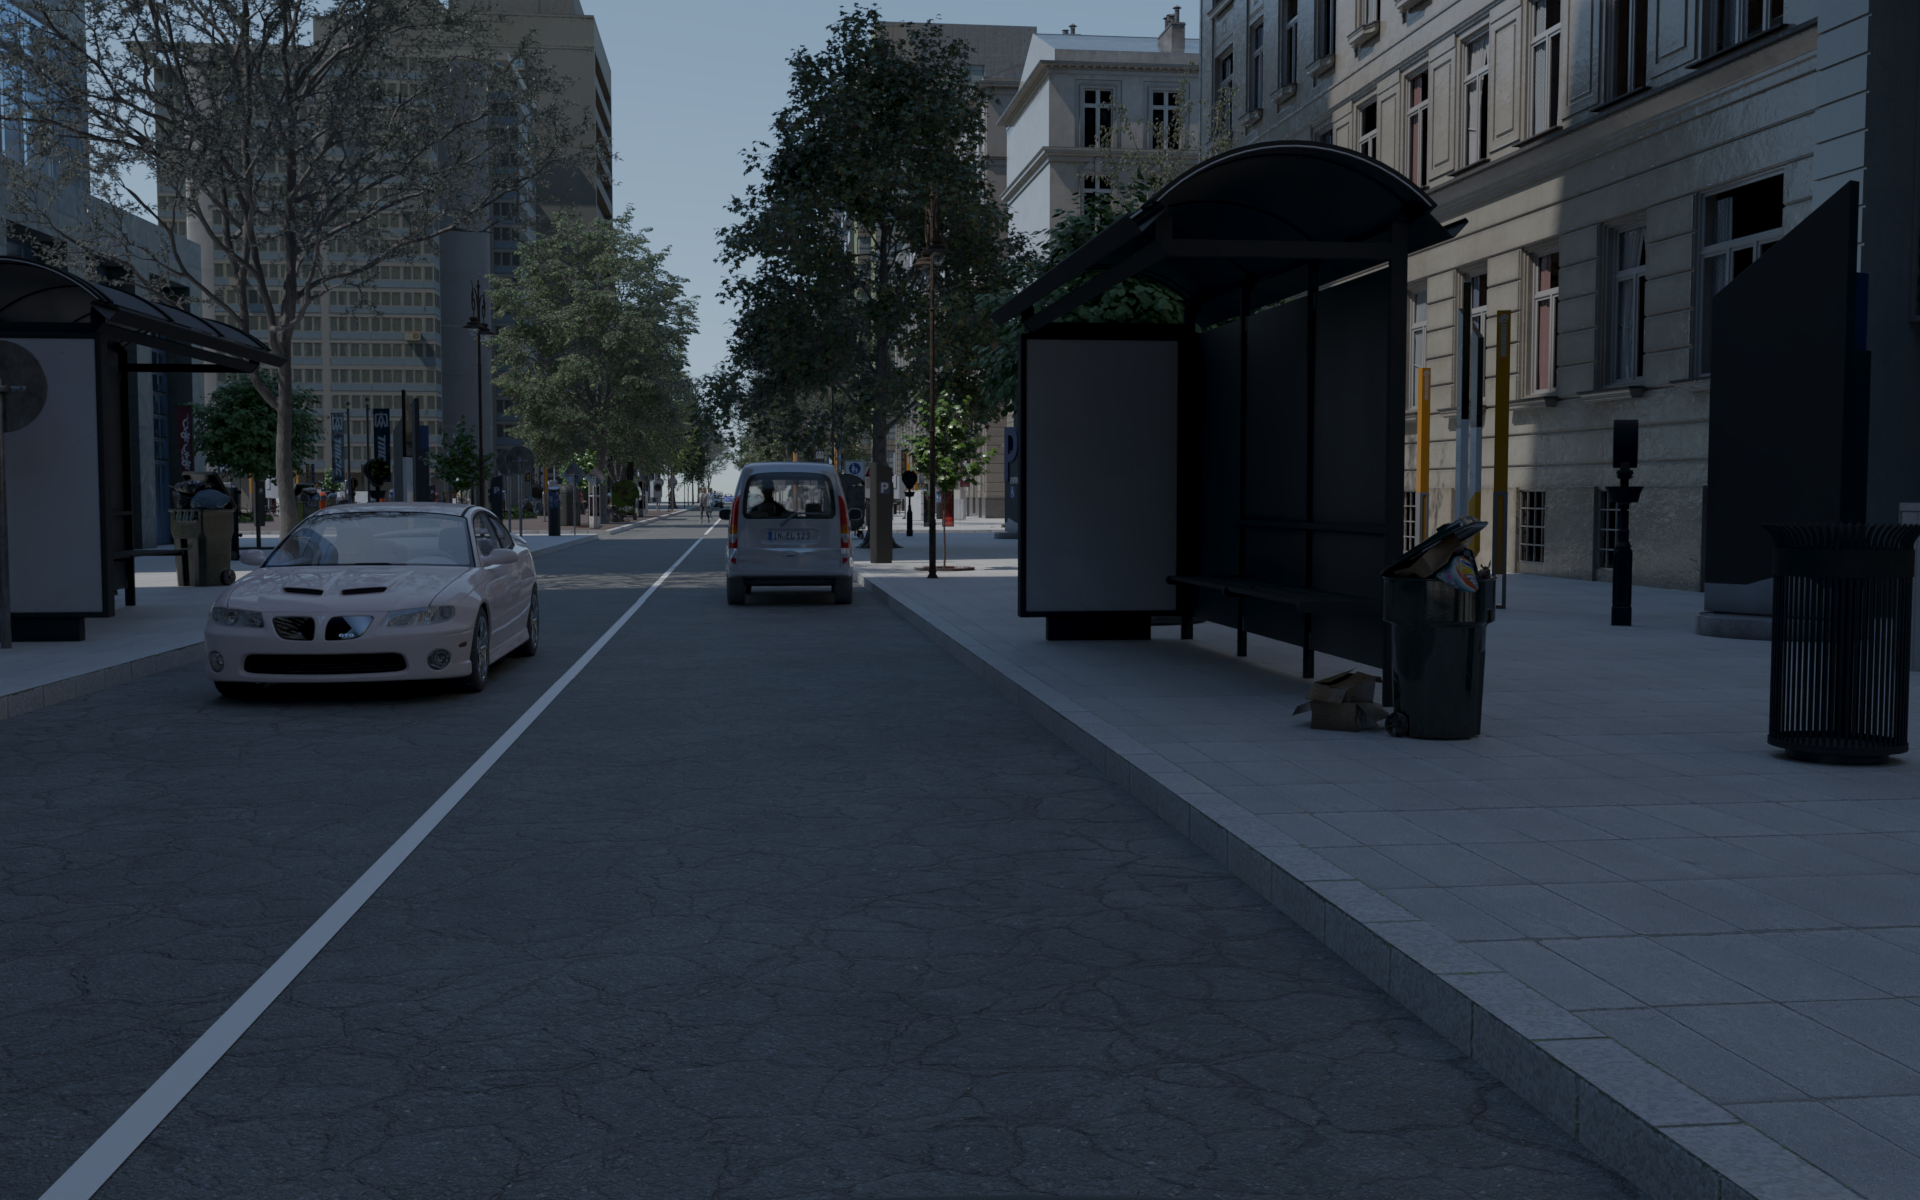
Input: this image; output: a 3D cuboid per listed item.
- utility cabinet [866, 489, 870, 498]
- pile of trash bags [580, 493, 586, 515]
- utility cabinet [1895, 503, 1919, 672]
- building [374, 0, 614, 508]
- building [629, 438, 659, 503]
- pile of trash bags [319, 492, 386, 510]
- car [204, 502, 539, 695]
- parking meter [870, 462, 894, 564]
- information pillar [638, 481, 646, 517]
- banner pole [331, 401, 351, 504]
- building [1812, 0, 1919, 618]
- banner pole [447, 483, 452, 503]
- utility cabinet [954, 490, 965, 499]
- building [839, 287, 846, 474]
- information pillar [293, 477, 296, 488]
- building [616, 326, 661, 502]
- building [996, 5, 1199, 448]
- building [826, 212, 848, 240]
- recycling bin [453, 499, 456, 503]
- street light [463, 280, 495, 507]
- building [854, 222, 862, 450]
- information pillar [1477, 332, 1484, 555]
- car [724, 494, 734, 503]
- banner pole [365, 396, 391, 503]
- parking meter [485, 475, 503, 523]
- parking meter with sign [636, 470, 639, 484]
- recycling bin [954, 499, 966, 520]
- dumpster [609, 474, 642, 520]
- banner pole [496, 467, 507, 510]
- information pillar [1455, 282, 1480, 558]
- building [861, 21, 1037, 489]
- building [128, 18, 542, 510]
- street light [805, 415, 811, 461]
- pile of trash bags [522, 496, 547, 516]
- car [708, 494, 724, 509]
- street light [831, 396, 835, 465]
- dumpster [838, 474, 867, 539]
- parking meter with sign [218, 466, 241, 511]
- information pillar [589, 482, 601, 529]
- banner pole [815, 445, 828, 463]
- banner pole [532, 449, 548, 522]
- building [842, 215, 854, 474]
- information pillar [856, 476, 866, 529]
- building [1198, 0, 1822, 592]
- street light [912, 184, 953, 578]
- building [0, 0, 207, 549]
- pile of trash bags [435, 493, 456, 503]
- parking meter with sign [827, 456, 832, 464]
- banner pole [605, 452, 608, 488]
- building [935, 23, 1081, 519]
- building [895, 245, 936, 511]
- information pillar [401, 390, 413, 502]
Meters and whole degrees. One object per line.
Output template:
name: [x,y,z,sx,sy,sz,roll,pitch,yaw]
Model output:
utility cabinet: [-3.900,-3.781,70.491,0.318,1.500,1.173,3,4,39]
pile of trash bags: [-23.985,-6.022,108.210,3.447,1.369,1.912,-2,4,-31]
utility cabinet: [7.296,-0.076,12.397,1.020,1.237,0.306,2,4,34]
building: [-45.361,-33.336,168.745,21.300,48.544,21.600,0,4,-7]
building: [-60.487,-25.563,262.999,27.650,21.520,28.899,0,4,-7]
pile of trash bags: [-28.278,-4.297,80.010,3.447,1.369,1.912,1,4,12]
car: [-4.533,-0.095,13.919,2.083,1.381,4.827,0,4,-6]
parking meter: [-1.449,-1.614,32.105,0.399,1.863,0.255,-2,4,-32]
information pillar: [-17.646,-5.601,96.061,0.304,2.012,0.304,1,4,14]
banner pole: [-16.652,-3.469,46.728,0.863,3.779,0.401,2,4,26]
building: [16.248,-13.848,3.913,11.434,29.767,29.804,0,4,-7]
banner pole: [-37.321,-8.381,127.043,0.863,3.779,0.401,-2,4,-30]
utility cabinet: [-0.156,-4.971,89.955,0.318,1.500,1.173,-2,4,-33]
building: [-11.975,-28.515,237.919,14.160,30.474,14.107,0,4,-7]
information pillar: [-29.480,-4.401,76.444,0.304,2.012,0.304,-1,4,-10]
building: [-56.823,-31.430,285.575,14.160,30.474,14.107,0,4,-7]
building: [19.901,-16.021,81.026,34.723,24.649,14.460,0,4,-7]
building: [-10.645,-43.870,259.272,21.231,58.520,28.212,0,4,-7]
recycling bin: [-28.060,-5.189,97.402,0.722,1.027,0.722,-2,4,-35]
street light: [-10.395,-3.960,37.541,0.468,5.910,1.993,0,4,-7]
building: [-3.383,-29.684,168.921,14.154,41.232,14.086,0,4,-7]
information pillar: [6.365,-1.856,21.698,0.183,3.616,0.504,-1,4,-15]
car: [-36.339,-16.029,271.668,1.945,1.707,3.694,0,4,-7]
banner pole: [-14.970,-3.329,44.454,0.863,3.779,0.401,1,4,11]
parking meter: [-14.187,-2.886,52.898,0.399,1.863,0.255,-2,4,-27]
parking meter with sign: [-23.082,-7.779,123.448,0.543,3.016,1.738,1,4,12]
recycling bin: [-0.114,-4.407,84.602,0.722,1.027,0.722,1,4,9]
dumpster: [-16.421,-5.042,84.937,1.502,2.255,1.985,0,4,-7]
banner pole: [-29.868,-7.523,113.021,0.863,3.779,0.401,-2,4,-31]
information pillar: [5.661,-1.716,19.403,0.183,3.616,0.504,1,4,18]
building: [-1.039,-28.816,154.728,14.154,41.232,14.086,0,4,-7]
building: [-48.856,-27.753,145.637,32.217,40.220,23.993,0,4,-7]
street light: [-7.110,-6.571,80.217,0.468,5.910,1.993,0,4,-7]
pile of trash bags: [-24.369,-5.620,101.634,3.447,1.369,1.912,3,4,38]
car: [-24.551,-9.989,173.104,2.009,1.686,4.222,0,4,-5]
street light: [-4.020,-5.016,54.795,0.468,5.910,1.993,0,4,-7]
dumpster: [-3.323,-2.688,49.712,1.264,1.857,1.865,0,4,-7]
parking meter with sign: [-47.296,-7.083,112.067,1.738,3.016,0.543,1,4,13]
information pillar: [-13.497,-3.637,63.960,0.304,2.012,0.304,3,5,43]
banner pole: [-6.699,-5.795,84.758,0.863,3.779,0.401,-2,4,-26]
banner pole: [-19.440,-5.511,80.121,0.863,3.779,0.401,-3,5,-44]
building: [-1.601,-35.005,191.947,23.786,49.044,30.456,0,4,-7]
information pillar: [-3.643,-3.587,63.139,0.304,2.012,0.304,3,4,36]
building: [15.445,-12.284,34.127,16.112,22.955,30.059,0,4,-7]
street light: [-0.419,-3.269,26.230,0.468,5.910,1.993,0,4,-7]
building: [-33.608,-43.848,29.580,31.000,86.520,22.319,0,4,-7]
pile of trash bags: [-31.454,-5.852,105.433,1.912,1.369,3.447,0,4,3]
parking meter with sign: [-5.895,-5.123,80.025,0.543,3.016,1.738,0,4,-7]
banner pole: [-17.990,-5.960,87.467,0.401,3.779,0.863,1,4,21]
building: [5.425,-18.655,102.268,12.463,27.353,25.104,0,4,-7]
building: [2.108,-17.453,127.156,13.314,21.916,24.055,0,4,-7]
information pillar: [-12.471,-2.920,39.101,0.183,3.616,0.504,0,4,-2]
